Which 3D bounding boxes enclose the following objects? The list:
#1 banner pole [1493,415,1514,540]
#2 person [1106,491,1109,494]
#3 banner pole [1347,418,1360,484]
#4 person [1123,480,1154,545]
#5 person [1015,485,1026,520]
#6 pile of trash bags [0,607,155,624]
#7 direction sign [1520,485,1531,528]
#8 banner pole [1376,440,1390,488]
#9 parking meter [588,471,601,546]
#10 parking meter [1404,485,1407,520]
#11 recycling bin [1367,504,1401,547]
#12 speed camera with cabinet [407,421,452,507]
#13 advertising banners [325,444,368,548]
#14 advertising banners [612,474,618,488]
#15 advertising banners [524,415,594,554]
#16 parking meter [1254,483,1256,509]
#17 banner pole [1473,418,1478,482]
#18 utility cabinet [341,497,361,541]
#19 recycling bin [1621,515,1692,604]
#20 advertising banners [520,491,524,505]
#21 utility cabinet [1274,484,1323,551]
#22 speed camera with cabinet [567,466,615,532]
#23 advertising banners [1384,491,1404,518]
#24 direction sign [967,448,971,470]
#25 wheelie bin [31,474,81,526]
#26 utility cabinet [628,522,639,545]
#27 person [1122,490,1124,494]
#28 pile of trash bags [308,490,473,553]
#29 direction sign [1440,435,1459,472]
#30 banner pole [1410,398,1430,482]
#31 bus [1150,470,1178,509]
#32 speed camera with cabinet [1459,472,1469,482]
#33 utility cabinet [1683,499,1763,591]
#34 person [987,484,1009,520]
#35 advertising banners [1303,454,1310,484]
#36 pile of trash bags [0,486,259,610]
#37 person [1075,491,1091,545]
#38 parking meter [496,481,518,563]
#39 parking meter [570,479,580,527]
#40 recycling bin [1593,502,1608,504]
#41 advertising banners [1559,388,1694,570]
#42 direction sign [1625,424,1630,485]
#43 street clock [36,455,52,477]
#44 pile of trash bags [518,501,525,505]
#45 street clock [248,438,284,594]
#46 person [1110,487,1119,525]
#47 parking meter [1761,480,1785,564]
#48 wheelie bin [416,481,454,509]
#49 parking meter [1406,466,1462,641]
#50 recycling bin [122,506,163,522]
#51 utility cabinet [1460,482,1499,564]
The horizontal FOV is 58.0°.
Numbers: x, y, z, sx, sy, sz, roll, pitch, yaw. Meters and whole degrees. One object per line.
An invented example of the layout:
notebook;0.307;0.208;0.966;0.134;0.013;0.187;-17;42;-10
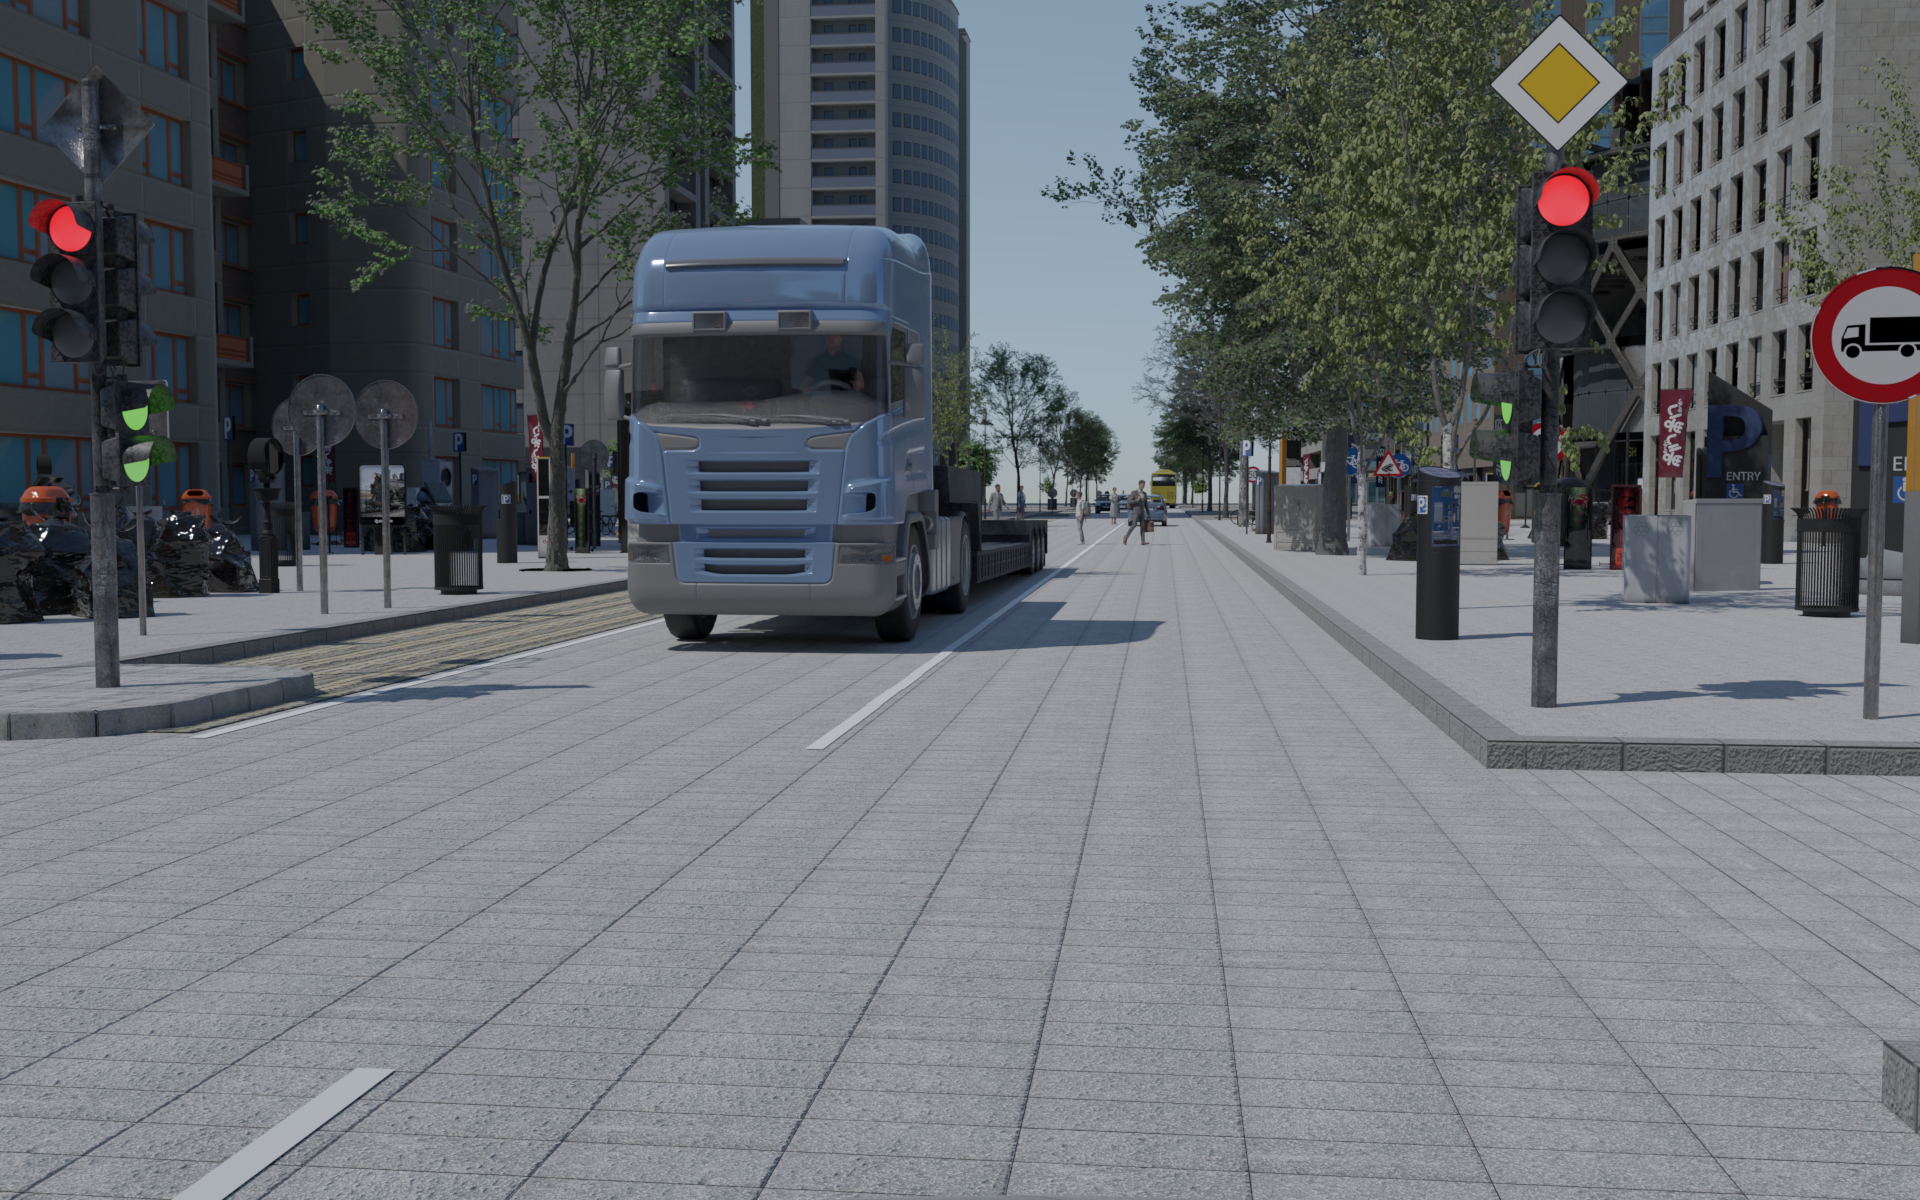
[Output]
banner pole;15.115;-3.561;48.238;0.863;3.779;0.401;-2;4;-33
person;16.824;-11.524;196.931;1.348;1.822;0.705;2;4;28
banner pole;11.330;-3.692;50.385;0.863;3.779;0.401;-1;4;-12
person;4.994;-2.446;48.461;0.622;1.834;0.822;-3;5;-42
person;2.725;-4.230;77.678;0.581;1.822;0.654;-3;5;-43
pile of trash bags;-10.143;-0.473;17.481;1.912;1.369;3.447;3;5;45
direction sign;21.311;-4.476;65.182;0.379;3.537;0.876;-2;4;-34
banner pole;19.452;-5.477;79.569;0.863;3.779;0.401;-1;4;-18
parking meter;-8.986;-2.256;42.593;0.255;1.863;0.399;-1;4;-17
parking meter;12.837;-2.502;49.322;0.372;1.533;0.369;0;3;0
recycling bin;10.357;-1.831;42.484;0.722;1.027;0.722;0;4;-3
speed camera with cabinet;-14.210;-3.157;45.955;0.660;3.252;2.038;1;4;11
advertising banners;-14.537;-2.762;41.354;2.074;3.025;0.090;2;4;27
advertising banners;-16.647;-5.127;80.012;2.074;3.025;0.090;-2;4;-24
advertising banners;-8.733;-2.542;37.748;2.074;3.025;0.090;3;4;37
parking meter;14.455;-4.789;84.009;0.399;1.863;0.255;0;4;5
banner pole;16.968;-4.103;57.107;0.401;3.779;0.863;1;4;17
utility cabinet;-16.699;-2.222;47.491;0.306;1.237;1.020;-2;4;-33
recycling bin;8.286;-0.494;20.629;0.722;1.027;0.722;1;4;19
advertising banners;-21.977;-5.437;85.084;2.074;3.025;0.090;0;4;-8
utility cabinet;7.599;-1.847;38.872;0.318;1.500;1.173;-3;5;-41
speed camera with cabinet;-12.661;-3.903;58.148;2.038;3.252;0.660;-2;4;-30
advertising banners;21.257;-5.282;82.542;2.074;3.025;0.090;1;4;23
direction sign;0.429;-5.758;86.139;0.379;3.537;0.876;-1;4;-10
wheelie bin;-14.686;-1.232;28.047;0.693;1.594;0.980;0;4;4
utility cabinet;-5.683;-1.434;32.128;0.318;1.500;1.173;2;4;28
person;16.493;-10.163;174.657;0.705;1.826;1.348;2;4;34
pile of trash bags;-12.732;-1.764;38.591;3.447;1.369;1.912;-3;5;-39
direction sign;18.721;-4.545;66.316;0.379;3.537;0.876;-2;4;-30
banner pole;11.348;-3.217;42.613;0.863;3.779;0.401;-3;4;-36
bus;20.582;-11.214;174.888;2.896;3.916;12.252;0;4;7
speed camera with cabinet;20.434;-4.746;71.940;0.660;3.252;2.038;3;5;42
utility cabinet;10.122;-0.726;23.024;1.020;1.237;0.306;-1;4;-13
person;1.331;-3.270;62.231;0.678;1.792;0.850;-2;4;-32
advertising banners;14.835;-4.912;76.492;0.090;3.025;2.074;-2;4;-24
pile of trash bags;-10.326;-0.716;21.464;1.912;1.369;3.447;1;4;9
person;3.443;-2.335;49.268;0.523;1.515;0.503;-3;5;-41
parking meter;-8.415;-1.452;32.155;0.372;1.533;0.369;0;3;0
parking meter;-14.812;-3.723;66.583;0.399;1.863;0.255;0;4;7
recycling bin;19.541;-2.508;53.559;0.722;1.027;0.722;0;4;-5
advertising banners;11.168;-2.013;29.094;2.074;3.025;0.090;2;4;26
direction sign;21.817;-3.955;56.664;0.379;3.537;0.876;2;4;25
street clock;-16.908;-1.679;32.024;0.358;2.002;0.471;-2;4;-31
pile of trash bags;-18.421;-3.780;71.551;1.912;1.369;3.447;1;4;14
street clock;-8.948;-1.089;22.382;0.358;2.002;0.471;1;4;11
person;7.242;-4.383;80.726;0.480;1.755;0.524;-3;4;-37
parking meter;14.928;-1.430;31.799;0.372;1.533;0.369;0;3;0
wheelie bin;-13.032;-2.139;42.889;0.693;1.594;0.980;2;4;29
parking meter;4.226;-0.421;15.297;0.372;1.533;0.369;0;3;0
recycling bin;-17.299;-1.469;36.574;0.722;1.027;0.722;-3;4;-38
utility cabinet;9.129;-1.388;31.371;1.173;1.500;0.318;1;4;17
